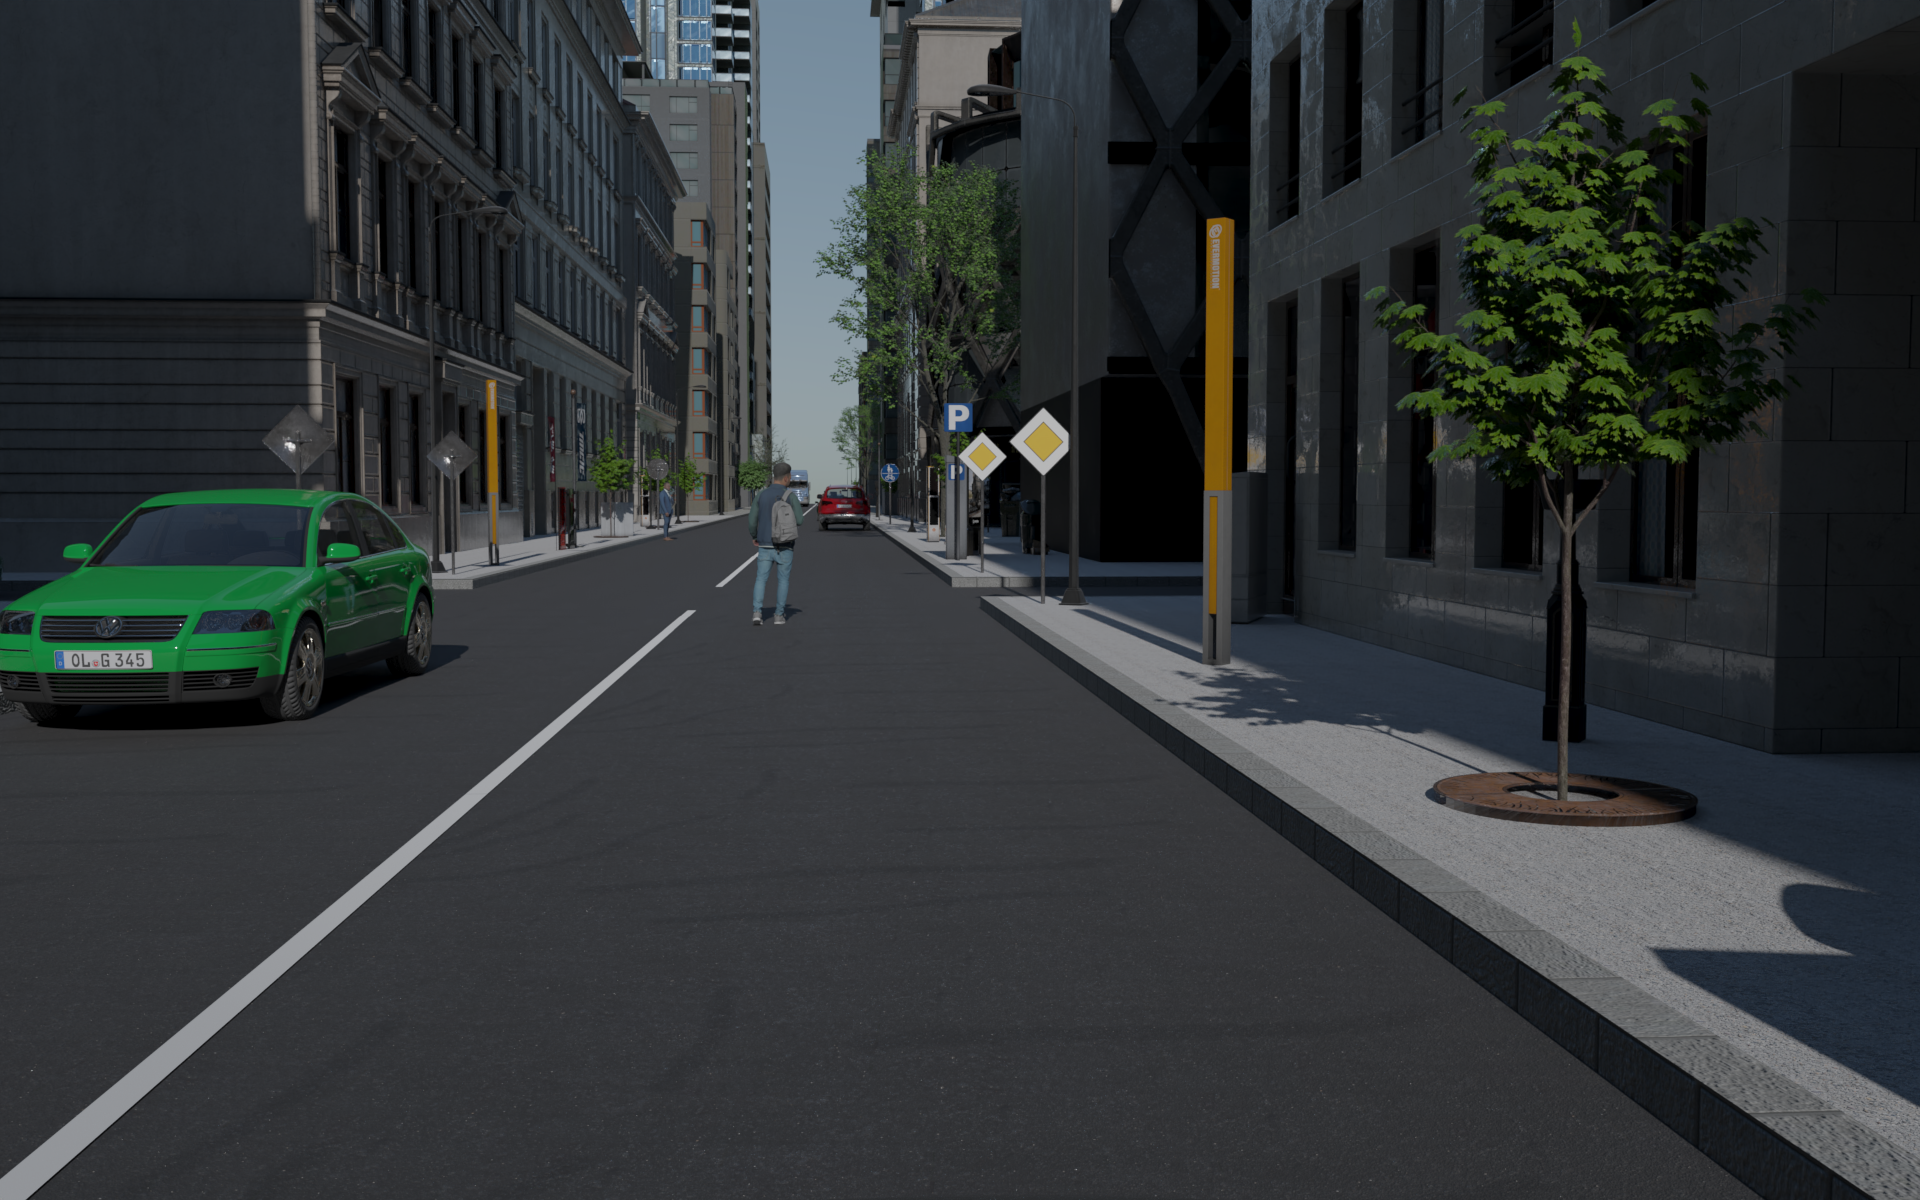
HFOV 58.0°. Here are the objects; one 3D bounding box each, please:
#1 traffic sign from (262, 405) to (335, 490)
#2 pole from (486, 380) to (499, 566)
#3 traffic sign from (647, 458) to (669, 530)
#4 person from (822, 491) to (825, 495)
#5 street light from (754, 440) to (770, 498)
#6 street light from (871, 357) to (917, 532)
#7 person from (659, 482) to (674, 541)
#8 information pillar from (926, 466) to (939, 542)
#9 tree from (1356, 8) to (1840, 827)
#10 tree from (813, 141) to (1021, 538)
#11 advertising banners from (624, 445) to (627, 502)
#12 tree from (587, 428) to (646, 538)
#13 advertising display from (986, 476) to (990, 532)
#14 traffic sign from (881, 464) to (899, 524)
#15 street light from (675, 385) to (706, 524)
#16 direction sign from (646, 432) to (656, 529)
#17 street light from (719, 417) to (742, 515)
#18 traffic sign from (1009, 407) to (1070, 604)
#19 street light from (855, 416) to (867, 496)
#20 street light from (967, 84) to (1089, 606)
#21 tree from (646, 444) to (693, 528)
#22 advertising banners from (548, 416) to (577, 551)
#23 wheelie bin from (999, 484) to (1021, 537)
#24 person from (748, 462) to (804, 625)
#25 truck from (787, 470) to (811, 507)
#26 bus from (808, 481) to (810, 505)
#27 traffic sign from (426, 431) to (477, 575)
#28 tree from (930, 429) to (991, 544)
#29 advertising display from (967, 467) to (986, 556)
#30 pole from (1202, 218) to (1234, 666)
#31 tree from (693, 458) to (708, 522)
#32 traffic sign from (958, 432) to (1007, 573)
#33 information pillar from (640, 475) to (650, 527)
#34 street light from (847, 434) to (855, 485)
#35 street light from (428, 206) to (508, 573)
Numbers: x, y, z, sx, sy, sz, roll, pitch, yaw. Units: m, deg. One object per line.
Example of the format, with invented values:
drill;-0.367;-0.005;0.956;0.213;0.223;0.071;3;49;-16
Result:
traffic sign;-7.456;-0.973;19.552;0.795;2.450;0.064;0;4;-4
pole;-8.389;-2.277;31.077;0.158;3.312;0.155;0;3;0
traffic sign;-10.754;-3.765;61.667;0.768;2.556;0.104;0;4;-1
person;-16.176;-12.145;207.037;1.348;1.831;0.705;0;4;-1
street light;-17.194;-10.823;149.493;1.470;5.913;1.316;0;4;-4
street light;-2.145;-5.219;57.868;1.470;5.913;1.316;0;4;-4
person;-9.058;-2.737;53.439;0.419;1.800;0.721;0;4;5
information pillar;-0.719;-2.538;45.996;0.304;2.012;0.304;-1;4;-12
tree;2.369;-0.760;7.034;1.663;3.219;1.824;0;3;0
tree;-0.505;-7.689;51.476;9.928;11.665;9.643;0;3;0
advertising banners;-10.651;-3.609;55.193;0.090;3.025;2.074;-1;4;-10
tree;-10.238;-3.439;50.834;1.663;3.219;1.824;0;3;0
advertising display;0.531;-3.213;57.743;0.974;1.923;0.123;-1;4;-16
traffic sign;-2.945;-4.463;73.073;0.768;2.556;0.104;0;4;4
street light;-11.480;-6.191;73.759;1.470;5.913;1.316;0;4;-4
direction sign;-11.302;-4.357;63.240;0.379;3.537;0.876;-1;4;-12
street light;-13.826;-8.057;104.265;1.470;5.913;1.316;0;4;-4
traffic sign;0.965;-1.011;20.170;0.795;2.450;0.064;0;4;-4
street light;-5.338;-7.950;102.516;1.470;5.913;1.316;0;4;-4
street light;0.777;-2.893;19.848;1.470;5.913;1.316;0;4;-4
tree;-11.430;-4.377;66.164;1.663;3.219;1.824;0;3;0
advertising banners;-9.132;-2.663;39.722;0.090;3.025;2.074;0;4;3
wheelie bin;1.607;-2.697;52.002;0.980;1.594;0.693;1;4;21
person;-2.019;-0.623;19.028;0.623;1.781;0.721;0;4;-3
truck;-18.641;-12.791;198.884;2.967;4.110;18.799;0;4;-5
bus;-20.371;-13.739;219.484;2.948;3.499;13.247;0;4;-4
traffic sign;-8.062;-1.460;27.514;0.795;2.450;0.064;0;4;-4
tree;-0.026;-3.034;44.209;1.663;3.219;1.824;0;3;0
advertising display;0.279;-1.886;36.047;0.123;1.923;0.974;1;4;19
pole;1.933;-1.169;12.951;0.158;3.312;0.155;0;3;0
tree;-12.254;-5.150;78.802;1.663;3.219;1.824;0;3;0
traffic sign;0.360;-1.498;28.132;0.795;2.450;0.064;0;4;-4
information pillar;-12.391;-3.886;68.035;0.304;2.012;0.304;-2;4;-27
street light;-7.822;-9.903;134.458;1.470;5.913;1.316;0;4;-4
street light;-7.998;-3.397;28.085;1.470;5.913;1.316;0;4;-4
